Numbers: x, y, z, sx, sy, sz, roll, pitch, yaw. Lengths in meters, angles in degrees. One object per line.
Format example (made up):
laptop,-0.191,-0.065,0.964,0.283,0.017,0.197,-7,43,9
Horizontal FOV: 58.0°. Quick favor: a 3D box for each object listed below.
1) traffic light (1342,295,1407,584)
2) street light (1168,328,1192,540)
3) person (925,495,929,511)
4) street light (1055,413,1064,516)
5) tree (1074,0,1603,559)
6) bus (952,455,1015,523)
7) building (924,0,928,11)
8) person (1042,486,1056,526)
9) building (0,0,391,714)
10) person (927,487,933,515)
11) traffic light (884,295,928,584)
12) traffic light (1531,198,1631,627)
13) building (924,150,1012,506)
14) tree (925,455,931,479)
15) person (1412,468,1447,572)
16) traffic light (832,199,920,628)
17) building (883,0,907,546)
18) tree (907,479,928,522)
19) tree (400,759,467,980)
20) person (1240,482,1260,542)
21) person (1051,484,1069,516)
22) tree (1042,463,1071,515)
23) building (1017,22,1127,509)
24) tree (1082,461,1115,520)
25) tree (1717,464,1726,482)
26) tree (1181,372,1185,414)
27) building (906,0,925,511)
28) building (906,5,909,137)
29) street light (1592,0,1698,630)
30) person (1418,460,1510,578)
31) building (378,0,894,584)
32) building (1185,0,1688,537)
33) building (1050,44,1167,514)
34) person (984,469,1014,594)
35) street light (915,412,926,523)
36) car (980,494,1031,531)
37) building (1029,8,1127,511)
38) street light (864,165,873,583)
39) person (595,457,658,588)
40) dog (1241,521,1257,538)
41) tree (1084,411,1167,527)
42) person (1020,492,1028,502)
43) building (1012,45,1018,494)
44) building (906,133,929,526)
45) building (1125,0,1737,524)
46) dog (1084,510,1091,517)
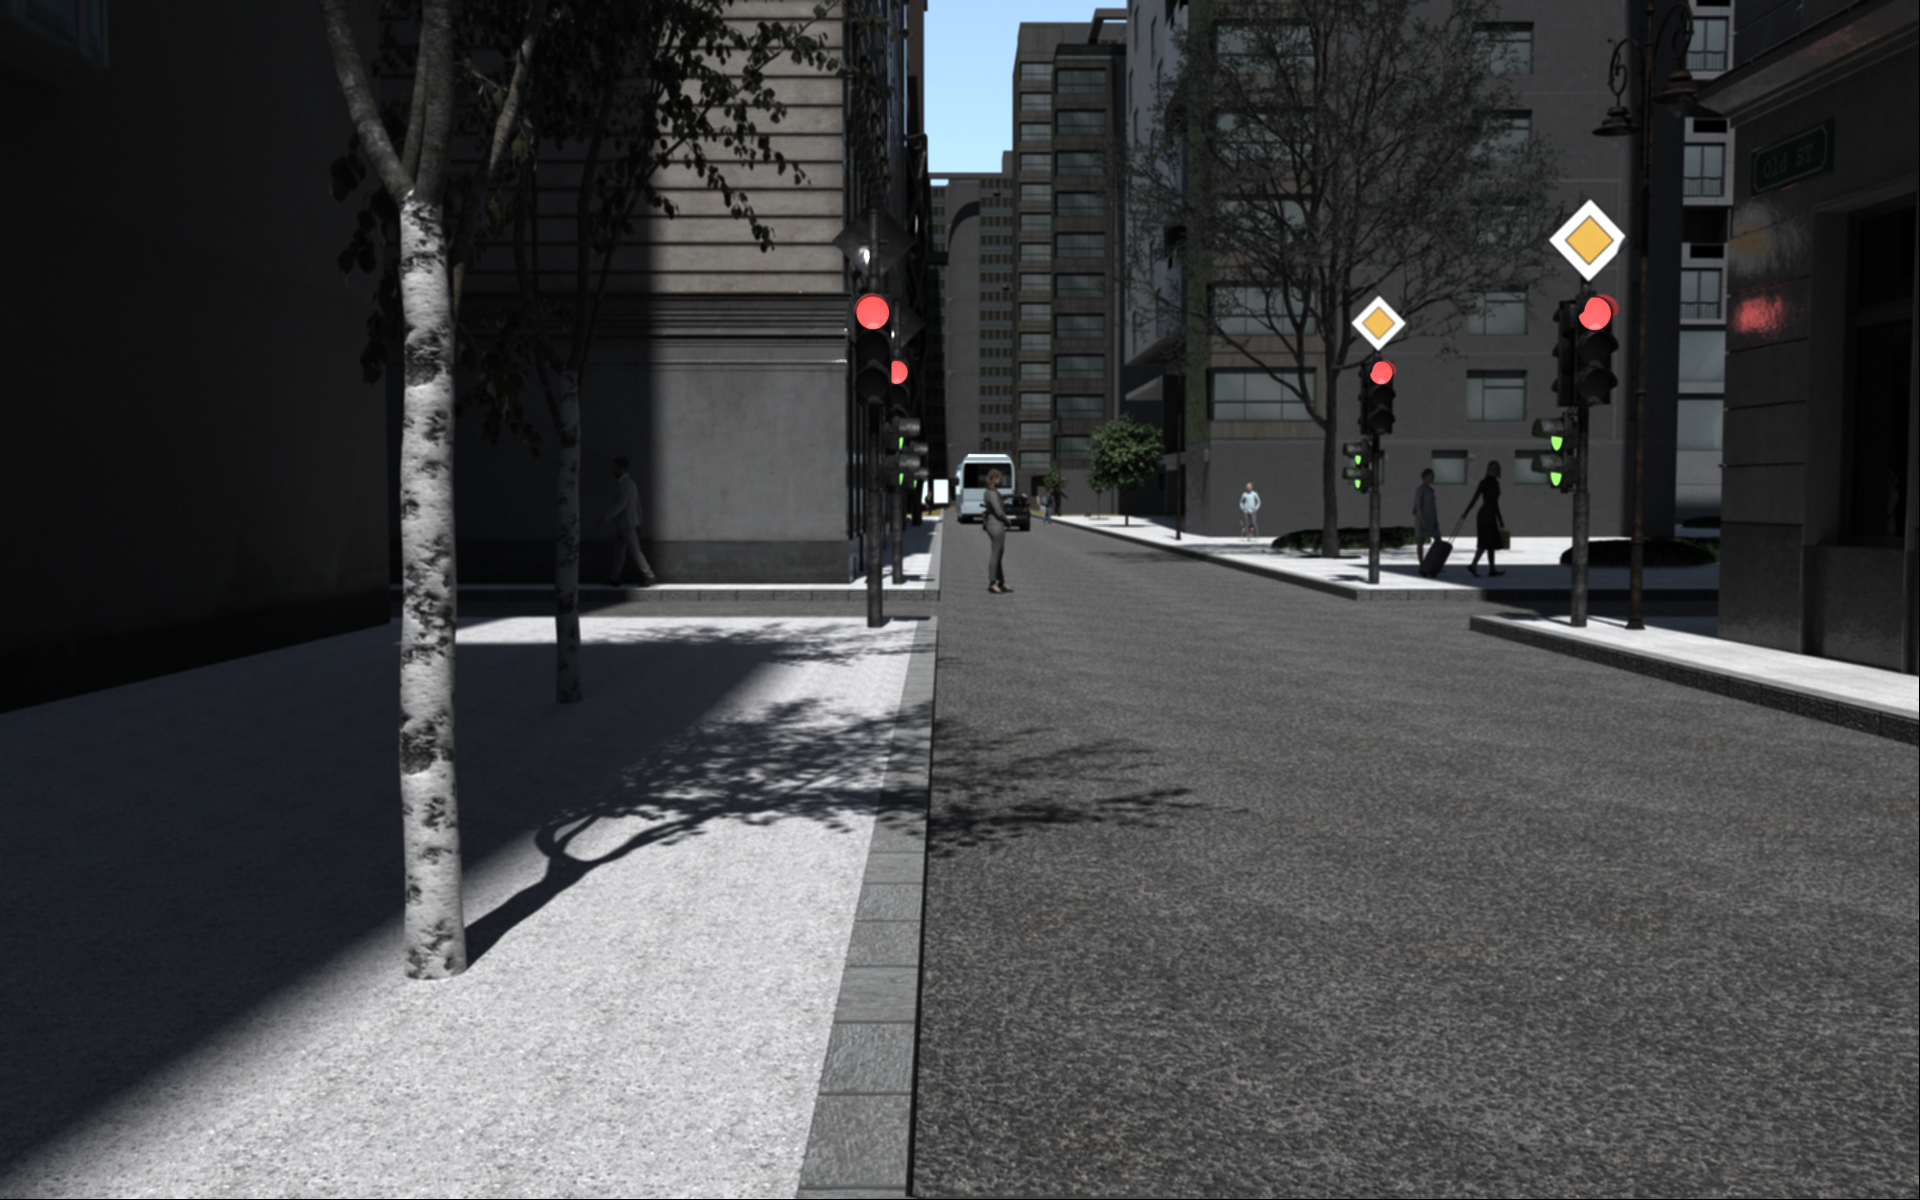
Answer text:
traffic light,5.889,-2.183,24.609,0.839,4.253,0.868,0,4,-1
street light,6.099,-4.613,48.206,0.468,5.910,1.993,0,4,-1
person,-2.356,-7.279,128.290,0.421,1.427,0.697,2,4,30
street light,5.691,-7.730,99.173,0.468,5.910,1.993,0,4,-1
tree,7.260,-7.575,34.213,12.009,13.543,11.850,0,3,0
bus,1.165,-5.724,88.449,2.948,3.499,13.247,0,4,-1
building,-16.859,-34.959,160.810,27.495,52.752,28.713,0,4,-1
person,4.024,-4.238,78.142,0.721,1.781,0.623,-1,4,-9
building,-16.062,-23.321,5.002,21.600,48.544,21.300,0,4,-1
person,-1.921,-6.052,105.720,0.721,1.735,1.217,0,4,-2
traffic light,-0.872,-2.178,24.533,0.839,4.253,0.868,0,4,-1
traffic light,5.960,-1.694,16.624,0.839,4.253,0.868,0,4,-1
building,7.525,-30.988,198.540,23.993,40.220,32.217,0,4,-1
tree,-3.266,-6.590,91.460,4.285,4.588,4.351,0,3,0
person,7.659,-1.307,28.420,0.512,1.701,0.522,-3,5,-40
traffic light,-0.801,-1.690,16.548,0.839,4.253,0.868,0,4,-1
building,-7.836,-14.301,51.844,12.078,24.808,19.932,0,4,-1
tree,-2.548,-5.271,80.782,1.663,3.219,1.824,0,3,0
tree,-1.224,-3.314,4.540,4.360,8.622,3.978,0,3,0
person,7.804,-2.373,46.657,0.589,1.601,0.330,2,4,32
person,5.844,-5.960,103.124,1.348,1.869,0.705,-2,4,-29
tree,5.669,-6.799,105.765,1.663,3.219,1.824,0,3,0
building,12.028,-28.792,154.336,14.154,41.232,14.086,0,4,-1
tree,7.149,-5.679,87.447,1.663,3.219,1.824,0,3,0
tree,23.162,-3.455,51.098,1.663,3.219,1.824,0,3,0
tree,10.662,-7.246,68.834,4.737,8.622,4.395,0,3,0
building,-9.823,-29.825,137.743,14.600,45.320,14.200,0,4,-1
building,-14.671,-30.317,115.299,23.786,49.044,30.456,0,4,-1
street light,6.409,-2.659,16.264,0.468,5.910,1.993,0,4,-1
person,7.858,-1.260,26.858,1.509,1.804,0.699,-1,4,-8
building,-6.335,-11.239,32.908,9.793,20.994,18.267,0,4,-1
building,14.346,-22.835,56.940,14.154,41.232,14.086,0,4,-1
building,12.923,-21.006,115.150,14.160,30.474,14.107,0,4,-1
person,0.605,-0.992,24.986,0.573,1.790,0.520,-2,4,-25
street light,-1.729,-6.323,76.163,0.468,5.910,1.993,0,4,-1
car,1.801,-3.555,67.918,2.009,1.686,4.222,0,4,-2
building,21.846,-27.115,135.213,32.217,40.220,23.993,0,4,-1
street light,-1.287,-3.180,24.773,0.468,5.910,1.993,0,4,-1
person,-4.573,-1.068,23.781,0.850,1.792,0.678,0,4,-2
dog,8.451,-2.072,50.705,0.540,0.507,0.406,1,4,17
tree,6.512,-5.170,68.247,4.285,4.588,4.351,0,3,0
person,5.132,-8.024,140.417,0.628,1.438,0.799,1,4,16
building,12.244,-31.695,168.330,14.600,45.320,14.200,0,4,-1
building,-9.701,-12.410,70.350,16.820,18.784,16.811,0,4,-1
building,22.949,-30.346,85.402,28.713,52.752,27.495,0,4,-1
dog,7.109,-4.856,97.128,0.748,0.427,0.550,-1,4,-21
